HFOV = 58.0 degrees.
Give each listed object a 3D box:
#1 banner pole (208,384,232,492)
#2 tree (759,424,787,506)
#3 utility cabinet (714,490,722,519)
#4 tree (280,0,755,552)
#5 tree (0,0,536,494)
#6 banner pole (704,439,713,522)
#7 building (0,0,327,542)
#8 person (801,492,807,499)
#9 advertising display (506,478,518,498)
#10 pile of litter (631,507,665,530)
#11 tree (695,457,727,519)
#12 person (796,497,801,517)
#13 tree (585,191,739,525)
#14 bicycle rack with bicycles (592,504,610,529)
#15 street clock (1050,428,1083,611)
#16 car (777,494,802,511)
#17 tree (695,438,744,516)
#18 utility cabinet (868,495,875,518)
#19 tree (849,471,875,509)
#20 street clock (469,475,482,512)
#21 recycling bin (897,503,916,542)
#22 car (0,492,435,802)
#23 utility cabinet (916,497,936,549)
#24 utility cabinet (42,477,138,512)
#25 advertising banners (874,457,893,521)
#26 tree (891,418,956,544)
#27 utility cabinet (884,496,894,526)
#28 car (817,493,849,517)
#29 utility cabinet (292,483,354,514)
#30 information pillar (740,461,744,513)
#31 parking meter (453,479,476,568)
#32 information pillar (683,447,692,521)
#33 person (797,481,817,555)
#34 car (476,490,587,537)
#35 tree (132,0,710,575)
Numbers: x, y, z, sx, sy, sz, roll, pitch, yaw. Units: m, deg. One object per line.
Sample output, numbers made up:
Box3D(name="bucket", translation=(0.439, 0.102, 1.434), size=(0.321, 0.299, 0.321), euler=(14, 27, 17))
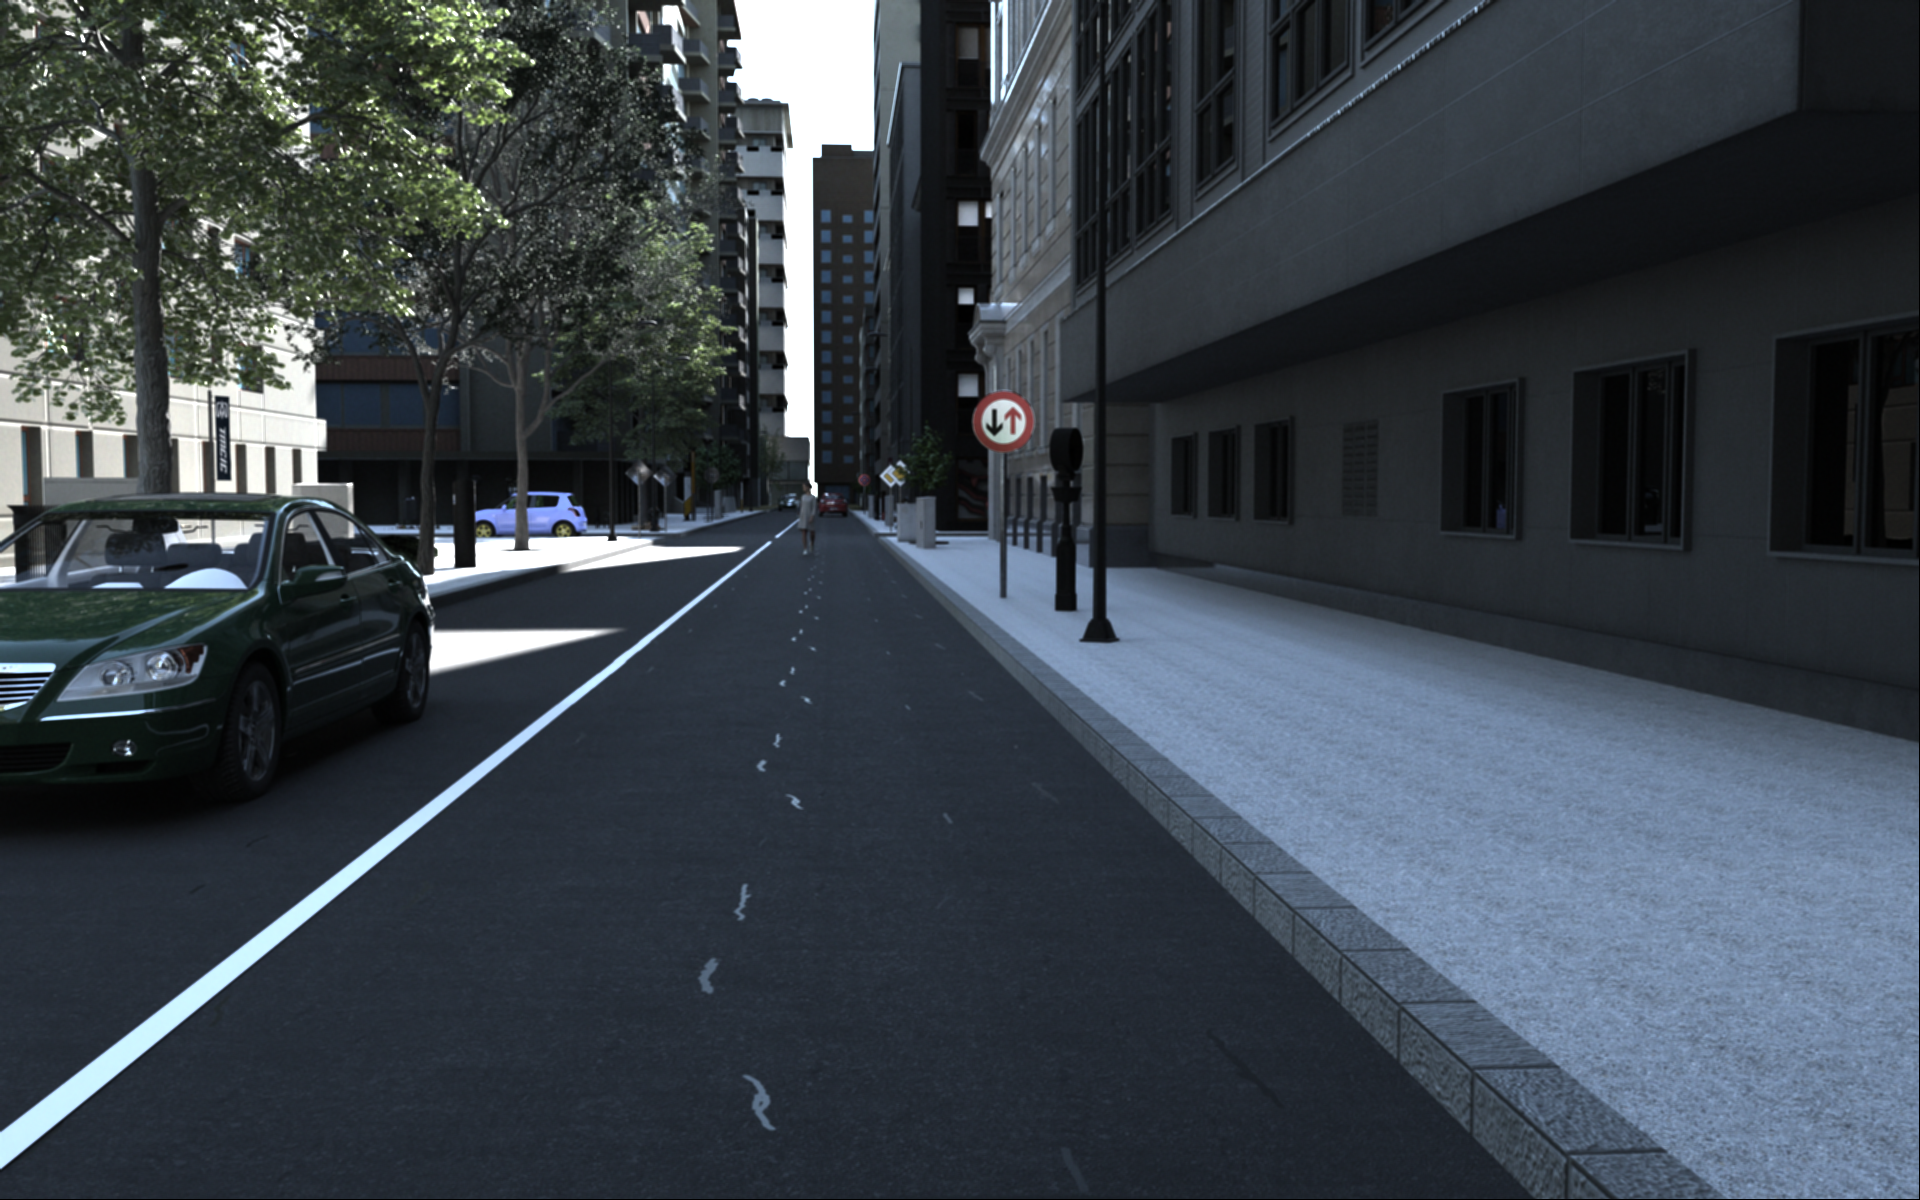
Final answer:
Box3D(name="banner pole", translation=(-16.618, -2.986, 38.830), size=(0.401, 3.779, 0.863), euler=(1, 4, 17))
Box3D(name="tree", translation=(-19.887, -14.106, 180.992), size=(4.737, 8.622, 4.395), euler=(0, 3, 0))
Box3D(name="utility cabinet", translation=(-12.338, -4.863, 88.185), size=(0.318, 1.500, 1.173), euler=(0, 4, -3))
Box3D(name="tree", translation=(-9.735, -7.847, 38.664), size=(12.009, 13.543, 11.850), euler=(0, 3, 0))
Box3D(name="tree", translation=(-8.218, -6.067, 17.328), size=(7.486, 12.596, 7.792), euler=(0, 3, 0))
Box3D(name="banner pole", translation=(-11.593, -5.484, 79.673), size=(0.401, 3.779, 0.863), euler=(0, 4, -5))
Box3D(name="building", translation=(-31.358, -11.546, 33.816), size=(28.899, 21.520, 27.650), euler=(0, 4, -4))
Box3D(name="person", translation=(-14.827, -9.714, 167.847), size=(1.217, 1.766, 0.721), euler=(0, 4, -1))
Box3D(name="advertising display", translation=(-17.486, -3.863, 68.379), size=(0.123, 1.923, 0.974), euler=(3, 4, 36))
Box3D(name="pile of litter", translation=(-11.158, -2.925, 61.794), size=(1.176, 0.858, 1.719), euler=(-1, 4, -15))
Box3D(name="tree", translation=(-12.921, -5.882, 90.764), size=(1.663, 3.219, 1.824), euler=(0, 3, 0))
Box3D(name="person", translation=(-10.075, -5.798, 107.989), size=(0.352, 1.250, 0.332), euler=(-1, 4, -12))
Box3D(name="tree", translation=(-12.091, -8.983, 64.992), size=(7.486, 12.596, 7.792), euler=(0, 3, 0))
Box3D(name="bicycle rack with bicycles", translation=(-14.088, -3.102, 64.092), size=(2.852, 0.926, 2.925), euler=(-1, 4, -16))
Box3D(name="street clock", translation=(1.166, -0.883, 19.014), size=(0.358, 2.002, 0.471), euler=(2, 4, 24))
Box3D(name="car", translation=(-14.548, -8.301, 147.511), size=(2.131, 1.459, 4.920), euler=(0, 4, -5))
Box3D(name="tree", translation=(-14.377, -7.236, 102.017), size=(4.285, 4.588, 4.351), euler=(0, 3, 0))
Box3D(name="utility cabinet", translation=(-4.745, -5.026, 93.344), size=(0.306, 1.237, 1.020), euler=(0, 4, 3))
Box3D(name="tree", translation=(-8.491, -9.397, 148.244), size=(1.663, 3.219, 1.824), euler=(0, 3, 0))
Box3D(name="street clock", translation=(-18.440, -3.756, 65.979), size=(0.471, 2.002, 0.358), euler=(3, 4, 36))
Box3D(name="recycling bin", translation=(-1.338, -2.099, 46.876), size=(0.722, 1.027, 0.722), euler=(0, 4, -5))
Box3D(name="car", translation=(-4.268, 0.138, 9.543), size=(2.131, 1.459, 4.920), euler=(0, 4, -3))
Box3D(name="utility cabinet", translation=(-0.816, -1.826, 41.019), size=(0.306, 1.237, 1.020), euler=(-1, 4, -12))
Box3D(name="utility cabinet", translation=(-11.734, -0.904, 23.455), size=(1.173, 1.500, 0.318), euler=(-2, 4, -30))
Box3D(name="advertising banners", translation=(-3.691, -5.345, 83.579), size=(0.090, 3.025, 2.074), euler=(-2, 4, -27))
Box3D(name="tree", translation=(-0.945, -3.059, 44.608), size=(1.663, 3.219, 1.824), euler=(0, 3, 0))
Box3D(name="utility cabinet", translation=(-2.847, -3.563, 69.422), size=(0.306, 1.237, 1.020), euler=(0, 4, -7))
Box3D(name="car", translation=(-8.153, -6.227, 110.853), size=(2.155, 1.783, 4.494), euler=(0, 4, -6))
Box3D(name="utility cabinet", translation=(-13.222, -1.668, 35.957), size=(1.173, 1.500, 0.318), euler=(0, 4, 3))
Box3D(name="information pillar", translation=(-15.149, -7.887, 120.302), size=(0.183, 3.616, 0.504), euler=(0, 4, -3))
Box3D(name="parking meter", translation=(-8.636, -1.332, 30.192), size=(0.372, 1.533, 0.369), euler=(0, 3, 0))
Box3D(name="information pillar", translation=(-13.043, -5.617, 83.200), size=(0.504, 3.616, 0.183), euler=(-2, 4, -25))
Box3D(name="person", translation=(-3.624, -1.953, 41.178), size=(0.466, 1.731, 0.760), euler=(0, 4, -1))
Box3D(name="car", translation=(-13.323, -2.659, 53.059), size=(3.694, 1.707, 1.945), euler=(0, 4, -4))
Box3D(name="tree", translation=(-8.381, -5.652, 26.830), size=(8.767, 10.594, 7.601), euler=(-1, 4, -21))
